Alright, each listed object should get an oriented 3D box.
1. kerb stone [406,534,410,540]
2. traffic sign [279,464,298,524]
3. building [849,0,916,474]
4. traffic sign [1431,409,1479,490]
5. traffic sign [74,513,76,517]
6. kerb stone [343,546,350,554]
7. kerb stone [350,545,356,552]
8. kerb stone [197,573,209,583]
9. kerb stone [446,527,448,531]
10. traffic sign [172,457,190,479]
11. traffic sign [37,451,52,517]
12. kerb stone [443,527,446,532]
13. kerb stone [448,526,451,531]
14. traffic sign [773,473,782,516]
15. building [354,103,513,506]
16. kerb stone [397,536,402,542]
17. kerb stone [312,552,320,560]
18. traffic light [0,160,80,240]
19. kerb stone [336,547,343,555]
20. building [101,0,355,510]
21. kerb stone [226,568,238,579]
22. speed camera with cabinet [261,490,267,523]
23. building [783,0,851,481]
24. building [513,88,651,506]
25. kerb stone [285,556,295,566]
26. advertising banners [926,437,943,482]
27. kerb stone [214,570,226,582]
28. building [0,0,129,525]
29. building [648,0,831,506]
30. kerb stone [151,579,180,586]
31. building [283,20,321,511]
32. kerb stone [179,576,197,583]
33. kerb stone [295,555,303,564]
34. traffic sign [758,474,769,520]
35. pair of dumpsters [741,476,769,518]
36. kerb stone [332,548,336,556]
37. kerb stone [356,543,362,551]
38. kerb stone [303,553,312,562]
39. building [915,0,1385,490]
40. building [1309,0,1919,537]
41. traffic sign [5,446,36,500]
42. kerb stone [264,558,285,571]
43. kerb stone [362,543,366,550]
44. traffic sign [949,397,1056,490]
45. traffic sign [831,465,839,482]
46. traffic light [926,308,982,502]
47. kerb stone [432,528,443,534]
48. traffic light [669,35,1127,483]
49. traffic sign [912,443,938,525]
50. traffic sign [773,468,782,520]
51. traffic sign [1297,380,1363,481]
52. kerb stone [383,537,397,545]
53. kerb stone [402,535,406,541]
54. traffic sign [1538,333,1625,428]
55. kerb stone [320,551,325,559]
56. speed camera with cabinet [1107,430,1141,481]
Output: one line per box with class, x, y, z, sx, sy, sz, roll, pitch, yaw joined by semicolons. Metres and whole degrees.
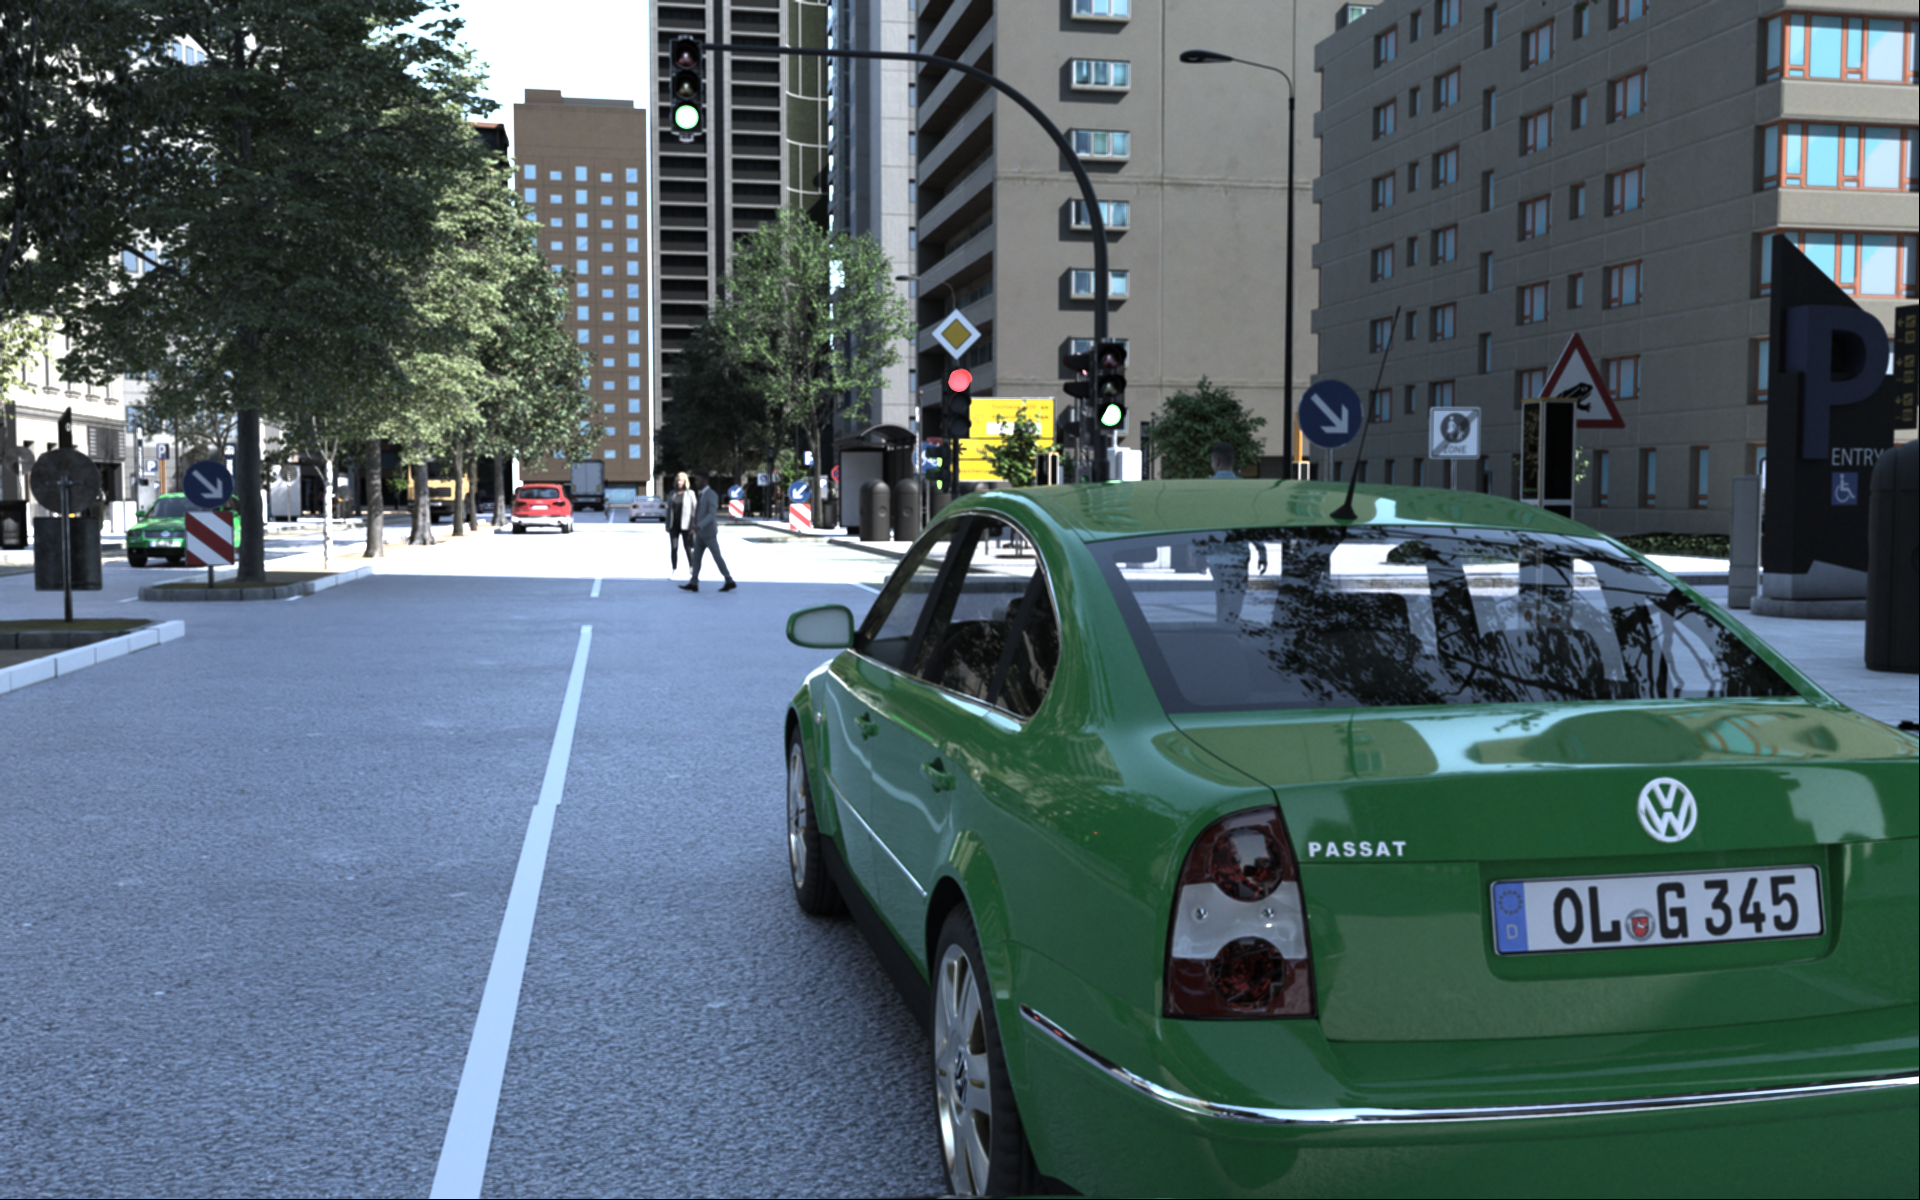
kerb stone;-17.146;-1.906;53.361;0.120;0.150;1.000;-1;4;-11
traffic sign;-28.574;-4.503;73.728;0.768;2.556;0.104;0;4;-3
building;2.606;-35.648;124.848;21.231;58.520;28.212;-1;4;-11
traffic sign;5.827;-1.122;20.480;0.606;2.300;0.079;0;4;-6
traffic sign;-27.236;-3.128;53.277;0.606;2.300;0.079;-1;4;-9
kerb stone;-14.757;-1.167;41.297;0.120;0.150;1.000;-1;4;-11
kerb stone;-14.962;-1.230;42.301;0.120;0.150;1.000;-1;4;-11
kerb stone;-11.971;-0.301;27.215;0.120;0.150;1.000;-1;4;-11
kerb stone;-19.537;-2.644;65.421;0.120;0.150;1.000;-1;4;-11
traffic sign;-27.166;-3.713;60.708;0.884;2.594;0.081;0;4;-6
traffic sign;-27.192;-3.158;51.747;0.768;2.556;0.104;0;4;-4
kerb stone;-19.333;-2.581;64.408;0.120;0.150;1.000;-1;4;-11
kerb stone;-19.737;-2.706;66.438;0.120;0.150;1.000;-1;4;-11
traffic sign;-10.748;-6.177;101.094;0.768;2.556;0.104;-1;4;-9
building;-65.474;-33.082;195.516;28.867;44.769;22.147;-1;4;-11
kerb stone;-16.751;-1.782;51.339;0.120;0.150;1.000;-1;4;-11
kerb stone;-13.966;-0.916;37.265;0.120;0.150;1.000;-1;4;-11
traffic light;-14.489;-2.984;23.462;4.771;5.953;1.251;-1;4;-11
kerb stone;-14.564;-1.107;40.293;0.120;0.150;1.000;-1;4;-11
building;-67.280;-37.002;146.980;28.212;58.520;21.231;-1;4;-11
kerb stone;-12.369;-0.426;29.224;0.120;0.150;1.000;-1;4;-11
speed camera with cabinet;-31.461;-4.978;75.729;2.038;3.252;0.660;-1;4;-23
building;-3.264;-51.406;153.153;22.319;86.520;31.000;-1;4;-11
building;-42.447;-33.358;195.520;14.200;45.320;14.600;-1;4;-11
kerb stone;-13.360;-0.737;34.245;0.120;0.150;1.000;-1;4;-11
advertising banners;0.006;-3.469;52.909;2.074;3.025;0.090;0;4;-3
kerb stone;-12.171;-0.367;28.220;0.120;0.150;1.000;-1;4;-11
building;-45.313;-17.622;64.539;17.030;29.872;44.131;-1;4;-11
building;-25.499;-46.675;201.394;20.611;71.187;20.563;-1;4;-11
kerb stone;-11.574;-0.184;25.198;0.120;0.150;1.000;-1;4;-11
building;-55.993;-29.207;127.646;14.600;45.320;14.200;-1;4;-11
kerb stone;-11.777;-0.246;26.211;0.120;0.150;1.000;-1;4;-11
kerb stone;-13.567;-0.798;35.246;0.120;0.150;1.000;-1;4;-11
traffic sign;-9.589;-5.047;84.650;0.606;2.300;0.079;0;4;-2
pair of dumpsters;-11.314;-5.749;96.488;1.574;2.255;4.437;-1;4;-11
kerb stone;-14.359;-1.045;39.278;0.120;0.150;1.000;-1;4;-11
kerb stone;-15.152;-1.291;43.305;0.120;0.150;1.000;-1;4;-11
kerb stone;-13.766;-0.860;36.255;0.120;0.150;1.000;-1;4;-11
building;10.015;-28.316;86.671;21.300;48.544;21.600;-1;4;-11
building;30.493;-12.926;56.380;28.899;21.520;27.650;-1;4;-11
traffic sign;-24.845;-2.795;45.803;0.768;2.556;0.104;0;4;-7
kerb stone;-13.166;-0.672;33.241;0.120;0.150;1.000;-1;4;-11
kerb stone;-15.351;-1.352;44.308;0.120;0.150;1.000;-1;4;-11
traffic sign;0.883;-2.600;36.385;2.265;3.308;0.079;0;4;-7
traffic sign;-5.210;-4.596;75.243;0.768;2.556;0.104;-1;4;-11
traffic light;-0.084;-2.285;26.281;0.839;4.253;0.868;-1;4;-11
kerb stone;-19.138;-2.519;63.402;0.120;0.150;1.000;-1;4;-11
traffic light;-0.568;-2.644;17.903;4.771;5.953;1.251;-1;4;-11
traffic sign;-0.800;-2.628;43.076;0.768;2.556;0.104;0;4;-5
traffic sign;-9.056;-5.199;85.004;0.884;2.594;0.081;0;4;-7
traffic sign;4.122;-1.181;19.412;0.768;2.556;0.104;-1;4;-9
kerb stone;-16.552;-1.721;50.332;0.120;0.150;1.000;-1;4;-11
kerb stone;-16.944;-1.844;52.353;0.120;0.150;1.000;-1;4;-11
traffic sign;4.955;-0.859;14.052;0.884;2.594;0.081;-1;4;-10
kerb stone;-14.158;-0.983;38.276;0.120;0.150;1.000;-1;4;-11
speed camera with cabinet;3.683;-2.449;34.385;0.660;3.252;2.038;-3;5;-41
